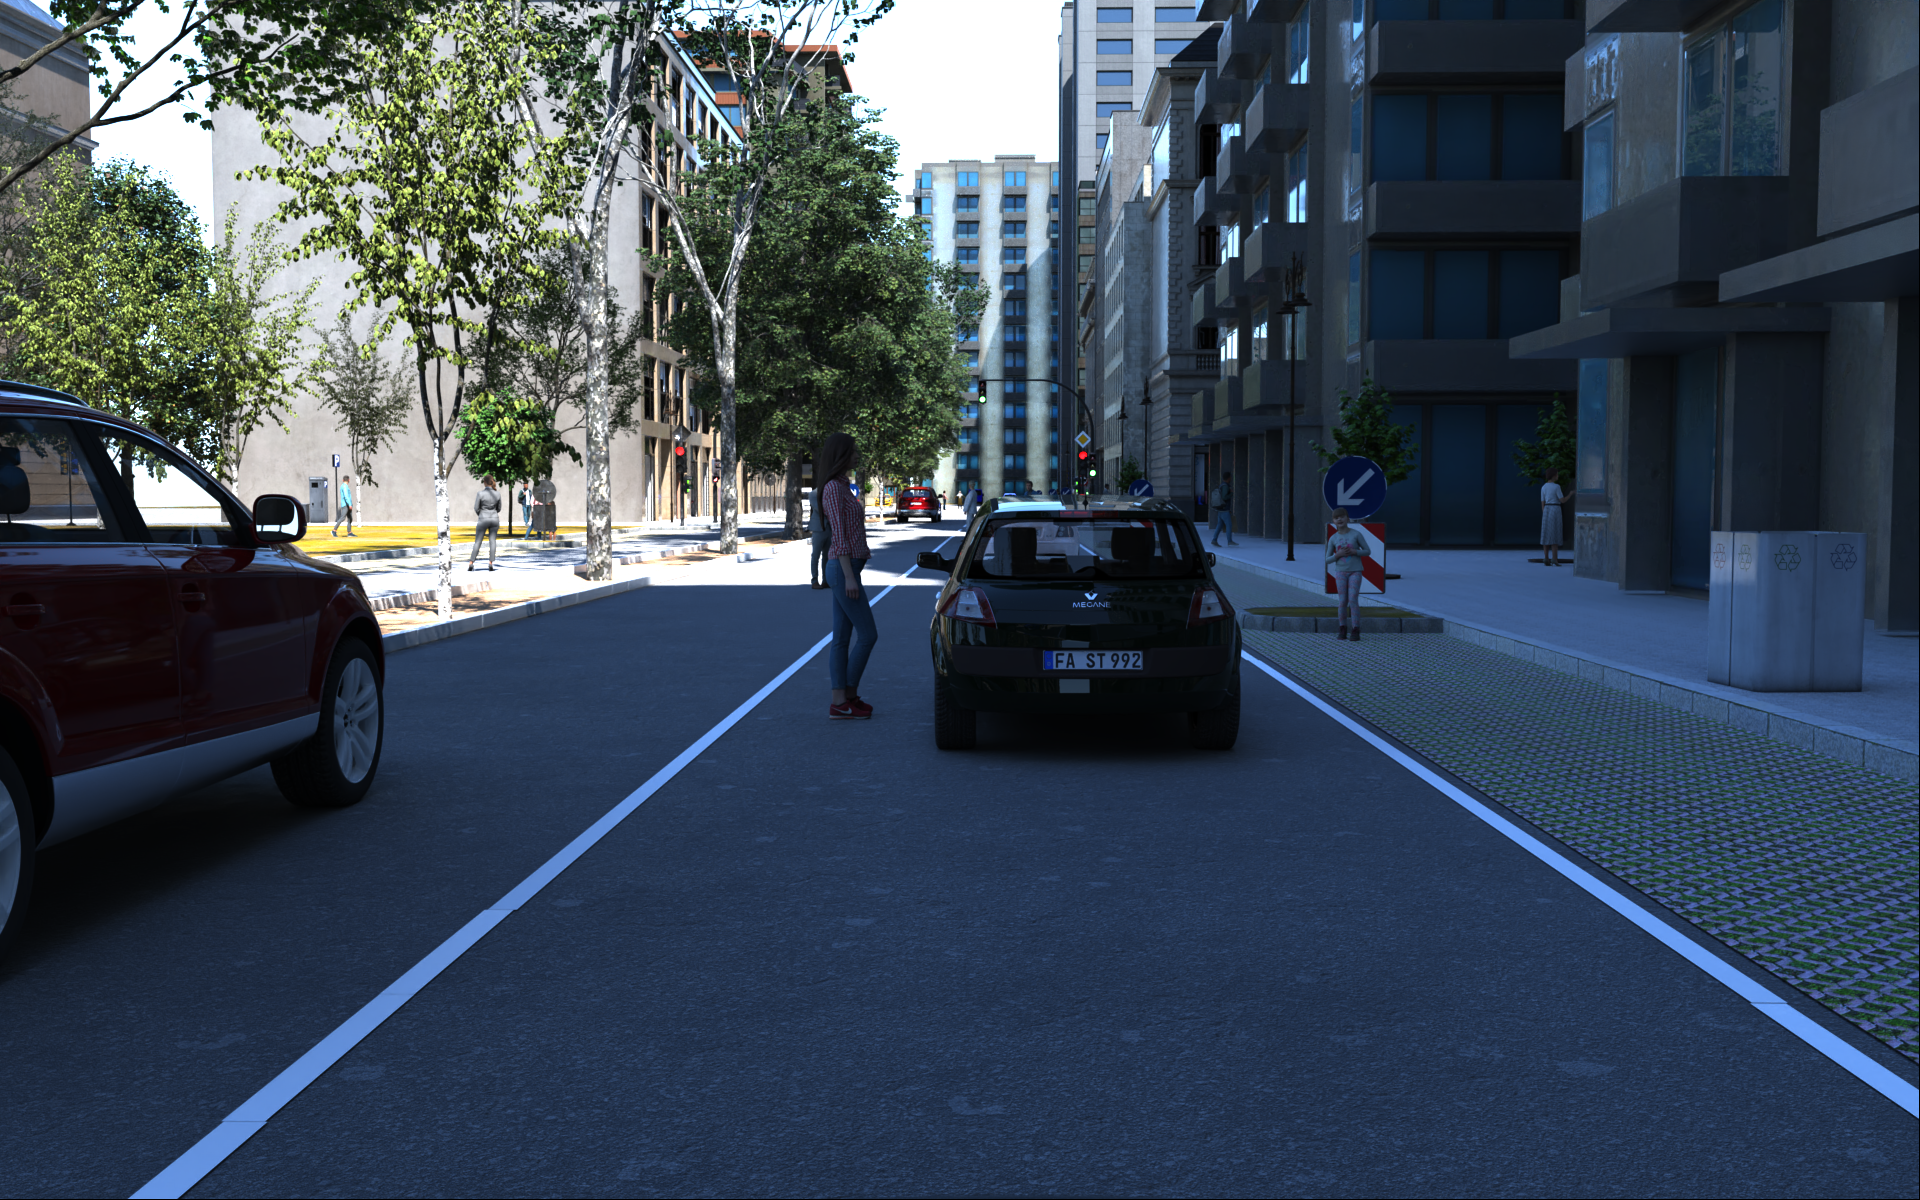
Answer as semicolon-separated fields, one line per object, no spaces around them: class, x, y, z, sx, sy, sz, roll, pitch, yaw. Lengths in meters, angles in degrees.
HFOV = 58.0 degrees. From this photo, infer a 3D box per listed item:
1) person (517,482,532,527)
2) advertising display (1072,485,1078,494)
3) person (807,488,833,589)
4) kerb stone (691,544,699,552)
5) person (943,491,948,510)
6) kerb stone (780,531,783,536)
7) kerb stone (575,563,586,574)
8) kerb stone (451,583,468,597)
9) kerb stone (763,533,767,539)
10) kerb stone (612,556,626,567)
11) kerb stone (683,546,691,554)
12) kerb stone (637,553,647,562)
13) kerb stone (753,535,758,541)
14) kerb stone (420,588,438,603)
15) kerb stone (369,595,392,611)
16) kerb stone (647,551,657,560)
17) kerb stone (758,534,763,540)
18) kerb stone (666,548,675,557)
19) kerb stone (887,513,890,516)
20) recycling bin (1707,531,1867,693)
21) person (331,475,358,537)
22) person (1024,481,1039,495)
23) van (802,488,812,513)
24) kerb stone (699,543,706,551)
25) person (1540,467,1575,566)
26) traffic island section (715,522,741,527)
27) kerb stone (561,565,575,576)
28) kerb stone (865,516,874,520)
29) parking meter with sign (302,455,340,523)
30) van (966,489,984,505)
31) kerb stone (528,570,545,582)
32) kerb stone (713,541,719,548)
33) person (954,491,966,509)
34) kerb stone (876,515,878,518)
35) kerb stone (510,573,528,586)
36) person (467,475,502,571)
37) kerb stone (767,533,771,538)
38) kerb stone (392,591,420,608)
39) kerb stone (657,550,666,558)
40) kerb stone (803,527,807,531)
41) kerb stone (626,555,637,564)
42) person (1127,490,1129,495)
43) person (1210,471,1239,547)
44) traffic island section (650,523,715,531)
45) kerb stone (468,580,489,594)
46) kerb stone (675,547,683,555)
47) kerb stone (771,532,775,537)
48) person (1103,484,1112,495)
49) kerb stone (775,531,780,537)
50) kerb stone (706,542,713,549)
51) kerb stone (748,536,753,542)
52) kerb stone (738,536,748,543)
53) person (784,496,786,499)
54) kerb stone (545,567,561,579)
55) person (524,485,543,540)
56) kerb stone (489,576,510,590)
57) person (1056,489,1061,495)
person;-17.124;-3.792;68.393;0.721;1.781;0.623;2;4;33
advertising display;8.368;-7.344;125.291;0.123;1.923;0.974;-1;4;-23
person;-2.016;-1.068;26.147;0.466;1.800;0.511;2;4;27
kerb stone;-6.632;-1.245;42.551;0.120;0.150;1.000;0;4;1
person;-1.308;-8.900;154.720;0.721;1.736;1.217;-1;4;-20
kerb stone;-6.219;-2.244;58.957;0.120;0.150;1.000;0;4;1
kerb stone;-6.915;-0.556;31.288;0.120;0.150;1.000;0;4;1
kerb stone;-7.096;-0.118;24.119;0.120;0.150;1.000;0;4;1
kerb stone;-6.317;-1.998;54.869;0.120;0.150;1.000;0;4;1
kerb stone;-6.845;-0.743;34.359;0.120;0.150;1.000;0;4;1
kerb stone;-6.656;-1.181;41.523;0.120;0.150;1.000;0;4;1
kerb stone;-6.786;-0.868;36.404;0.120;0.150;1.000;0;4;1
kerb stone;-6.369;-1.873;52.813;0.120;0.150;1.000;0;4;1
kerb stone;-7.125;-0.053;23.095;0.120;0.150;1.000;0;4;1
kerb stone;-7.173;0.070;21.052;0.120;0.150;1.000;0;4;1
kerb stone;-6.766;-0.927;37.426;0.120;0.150;1.000;0;4;1
kerb stone;-6.341;-1.935;53.839;0.120;0.150;1.000;0;4;1
kerb stone;-6.708;-1.055;39.469;0.120;0.150;1.000;0;4;1
kerb stone;-4.837;-5.603;113.825;0.120;0.150;1.000;0;4;1
recycling bin;5.491;0.063;11.530;0.722;1.027;0.722;0;4;-3
person;-18.432;-2.807;51.807;0.748;1.841;0.638;-1;4;-12
person;1.930;-2.315;46.694;0.601;1.785;0.444;3;4;36
van;-9.876;-6.372;111.197;2.013;2.044;4.112;0;4;1
kerb stone;-6.602;-1.308;43.584;0.120;0.150;1.000;0;4;1
person;10.607;-1.480;30.805;0.524;1.755;0.480;-2;4;-30
traffic island section;-10.892;-3.348;77.024;2.009;0.180;2.903;0;4;1
kerb stone;-6.950;-0.494;30.265;0.120;0.150;1.000;0;4;1
kerb stone;-5.190;-4.724;99.458;0.120;0.150;1.000;0;4;1
parking meter with sign;-28.355;-4.911;76.551;1.738;3.016;0.543;0;4;5
van;1.947;-13.268;221.318;2.240;2.365;5.245;0;4;0
kerb stone;-6.994;-0.368;28.206;0.120;0.150;1.000;0;4;1
kerb stone;-6.557;-1.432;45.637;0.120;0.150;1.000;0;4;1
person;0.005;-9.689;167.639;1.217;1.736;0.721;0;4;-4
kerb stone;-5.119;-4.911;102.533;0.120;0.150;1.000;0;4;1
kerb stone;-7.023;-0.305;27.184;0.120;0.150;1.000;0;4;1
person;-8.826;-1.429;32.137;0.573;1.790;0.520;3;5;40
kerb stone;-6.296;-2.059;55.892;0.120;0.150;1.000;0;4;1
kerb stone;-7.148;0.011;22.074;0.120;0.150;1.000;0;4;1
kerb stone;-6.741;-0.994;38.447;0.120;0.150;1.000;0;4;1
kerb stone;-5.989;-2.814;68.203;0.120;0.150;1.000;0;4;1
kerb stone;-6.818;-0.807;35.383;0.120;0.150;1.000;0;4;1
person;7.600;-4.277;76.364;0.661;1.777;0.834;-2;4;-25
person;6.363;-2.173;41.554;0.713;1.824;0.794;1;4;13
traffic island section;-11.093;-2.860;69.041;2.009;0.180;2.903;0;4;1
kerb stone;-7.076;-0.180;25.141;0.120;0.150;1.000;0;4;1
kerb stone;-6.687;-1.119;40.491;0.120;0.150;1.000;0;4;1
kerb stone;-6.276;-2.123;56.913;0.120;0.150;1.000;0;4;1
person;7.499;-5.000;87.977;0.466;1.800;0.511;-1;4;-16
kerb stone;-6.243;-2.186;57.935;0.120;0.150;1.000;0;4;1
kerb stone;-6.584;-1.371;44.613;0.120;0.150;1.000;0;4;1
kerb stone;-6.400;-1.810;51.791;0.120;0.150;1.000;0;4;1
kerb stone;-6.428;-1.748;50.769;0.120;0.150;1.000;0;4;1
person;-12.098;-7.113;122.688;0.623;1.781;0.721;-2;4;-30
kerb stone;-6.958;-0.430;29.233;0.120;0.150;1.000;0;4;1
person;-11.971;-2.427;48.769;0.643;1.750;0.593;1;4;9
kerb stone;-7.038;-0.236;26.163;0.120;0.150;1.000;0;4;1
person;10.135;-10.681;180.775;1.348;1.812;0.705;2;4;32
